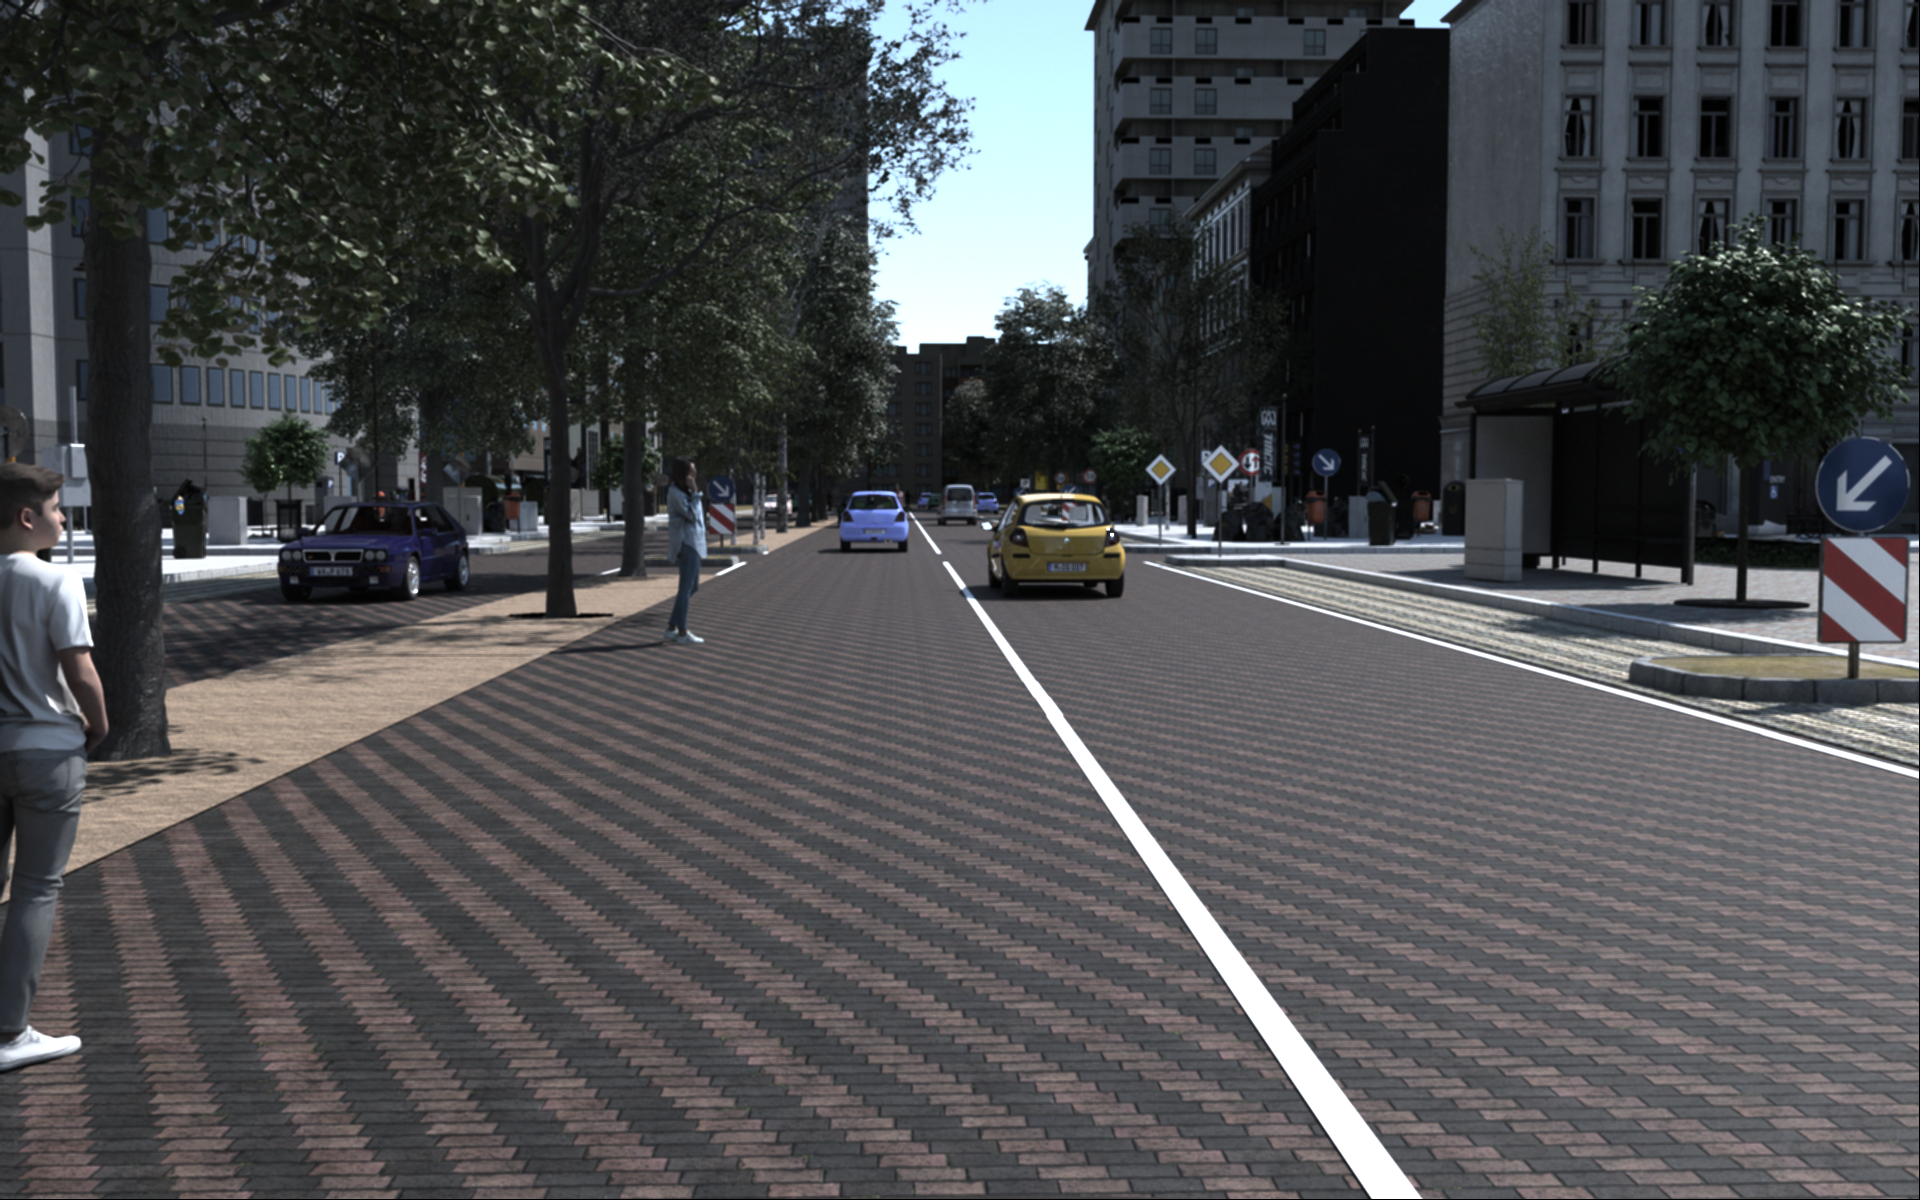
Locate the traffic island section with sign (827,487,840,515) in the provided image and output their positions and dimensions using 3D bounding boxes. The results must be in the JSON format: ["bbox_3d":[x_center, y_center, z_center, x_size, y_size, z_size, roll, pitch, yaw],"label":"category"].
[{"bbox_3d":[-8.510,-6.687,117.473,2.006,1.907,1.989,0,4,-2],"label":"traffic island section with sign"}]

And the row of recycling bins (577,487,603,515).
[{"bbox_3d":[-23.519,-6.026,105.633,3.534,1.692,1.069,0,4,-1],"label":"row of recycling bins"}]

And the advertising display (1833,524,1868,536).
[{"bbox_3d":[23.567,-2.482,45.787,0.974,1.923,0.123,0,4,1],"label":"advertising display"}]

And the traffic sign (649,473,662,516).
[{"bbox_3d":[-18.008,-6.253,102.339,0.768,2.556,0.104,0,4,3],"label":"traffic sign"}]

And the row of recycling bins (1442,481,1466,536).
[{"bbox_3d":[16.120,-2.780,52.560,1.069,1.692,3.534,-2,4,-33],"label":"row of recycling bins"}]

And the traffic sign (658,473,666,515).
[{"bbox_3d":[-18.510,-6.525,106.784,0.768,2.556,0.104,0,4,7],"label":"traffic sign"}]

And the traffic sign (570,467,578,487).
[{"bbox_3d":[-18.072,-4.904,80.285,0.768,2.556,0.104,0,4,-1],"label":"traffic sign"}]

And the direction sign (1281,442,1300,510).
[{"bbox_3d":[14.277,-5.069,74.881,0.876,3.537,0.379,-1,4,-13],"label":"direction sign"}]

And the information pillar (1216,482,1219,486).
[{"bbox_3d":[15.070,-5.951,101.791,0.304,2.012,0.304,3,5,41],"label":"information pillar"}]

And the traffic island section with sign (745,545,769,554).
[{"bbox_3d":[-5.765,-2.095,42.385,2.006,1.907,1.989,0,4,-2],"label":"traffic island section with sign"}]

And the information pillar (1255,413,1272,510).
[{"bbox_3d":[8.750,-3.588,50.012,0.504,3.616,0.183,0,4,7],"label":"information pillar"}]

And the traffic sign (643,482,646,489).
[{"bbox_3d":[-18.226,-6.138,94.225,2.265,3.308,0.079,0,4,0],"label":"traffic sign"}]

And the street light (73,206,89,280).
[{"bbox_3d":[-13.758,-3.386,28.147,0.468,5.910,1.993,0,4,-2],"label":"street light"}]

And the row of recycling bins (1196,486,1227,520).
[{"bbox_3d":[13.131,-4.923,87.602,1.069,1.692,3.534,3,4,38],"label":"row of recycling bins"}]

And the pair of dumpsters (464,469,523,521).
[{"bbox_3d":[-17.507,-3.798,64.593,1.574,2.255,4.437,0,4,-2],"label":"pair of dumpsters"}]

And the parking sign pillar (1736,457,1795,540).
[{"bbox_3d":[21.494,-3.525,46.110,1.447,3.967,1.447,-2,4,-34],"label":"parking sign pillar"}]

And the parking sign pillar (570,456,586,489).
[{"bbox_3d":[-25.805,-7.795,115.919,1.447,3.967,1.447,3,5,39],"label":"parking sign pillar"}]

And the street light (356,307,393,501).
[{"bbox_3d":[-14.344,-4.265,42.527,0.468,5.910,1.993,0,4,-2],"label":"street light"}]

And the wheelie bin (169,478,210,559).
[{"bbox_3d":[-15.341,-1.627,34.516,0.693,1.594,0.980,-1,4,-17],"label":"wheelie bin"}]

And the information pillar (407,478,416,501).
[{"bbox_3d":[-24.497,-4.457,77.364,0.304,2.012,0.304,-2,4,-25],"label":"information pillar"}]

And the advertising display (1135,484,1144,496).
[{"bbox_3d":[11.228,-6.304,108.291,0.123,1.923,0.974,3,4,38],"label":"advertising display"}]

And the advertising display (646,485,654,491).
[{"bbox_3d":[-19.688,-6.385,109.608,0.974,1.923,0.123,-2,4,-30],"label":"advertising display"}]

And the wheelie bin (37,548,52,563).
[{"bbox_3d":[-15.153,-1.239,28.173,0.693,1.594,0.980,2,4,33],"label":"wheelie bin"}]

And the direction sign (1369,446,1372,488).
[{"bbox_3d":[19.166,-5.443,80.983,0.379,3.537,0.876,2,4,25],"label":"direction sign"}]

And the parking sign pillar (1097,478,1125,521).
[{"bbox_3d":[7.317,-5.844,84.019,1.447,3.967,1.447,1,4,13],"label":"parking sign pillar"}]

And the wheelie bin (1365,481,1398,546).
[{"bbox_3d":[10.483,-2.154,43.129,0.693,1.594,0.980,2,4,26],"label":"wheelie bin"}]

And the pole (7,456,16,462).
[{"bbox_3d":[-24.831,-3.150,45.353,0.158,3.312,0.155,0,3,0],"label":"pole"}]

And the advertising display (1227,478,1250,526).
[{"bbox_3d":[11.350,-3.999,70.595,0.974,1.923,0.123,2,4,30],"label":"advertising display"}]

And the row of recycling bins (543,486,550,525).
[{"bbox_3d":[-16.836,-3.990,72.345,1.069,1.692,3.534,-1,4,-16],"label":"row of recycling bins"}]

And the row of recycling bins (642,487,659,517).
[{"bbox_3d":[-20.306,-6.477,113.015,1.069,1.692,3.534,0,4,-3],"label":"row of recycling bins"}]

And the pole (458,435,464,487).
[{"bbox_3d":[-17.278,-4.051,60.071,0.158,3.312,0.155,0,3,0],"label":"pole"}]

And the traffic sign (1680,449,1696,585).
[{"bbox_3d":[10.282,-1.480,24.303,0.768,2.556,0.104,0,4,1],"label":"traffic sign"}]

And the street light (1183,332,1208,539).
[{"bbox_3d":[6.737,-4.702,49.658,0.468,5.910,1.993,0,4,-2],"label":"street light"}]

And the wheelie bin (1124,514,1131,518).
[{"bbox_3d":[8.684,-5.149,92.095,0.693,1.594,0.980,-2,4,-32],"label":"wheelie bin"}]

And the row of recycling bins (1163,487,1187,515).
[{"bbox_3d":[13.102,-6.015,105.464,1.069,1.692,3.534,1,4,21],"label":"row of recycling bins"}]

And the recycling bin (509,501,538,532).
[{"bbox_3d":[-15.038,-2.881,59.656,0.722,1.027,0.722,-3,5,-44],"label":"recycling bin"}]

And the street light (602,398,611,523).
[{"bbox_3d":[-15.594,-6.360,76.775,0.468,5.910,1.993,0,4,-2],"label":"street light"}]

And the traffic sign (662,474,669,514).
[{"bbox_3d":[-18.733,-6.684,109.382,0.768,2.556,0.104,0,4,3],"label":"traffic sign"}]

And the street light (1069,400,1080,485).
[{"bbox_3d":[5.548,-6.786,83.740,0.468,5.910,1.993,0,4,-2],"label":"street light"}]

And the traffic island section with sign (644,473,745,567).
[{"bbox_3d":[-5.505,-1.642,34.982,2.006,1.907,1.989,0,4,-2],"label":"traffic island section with sign"}]

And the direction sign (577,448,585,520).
[{"bbox_3d":[-18.511,-5.660,84.543,0.379,3.537,0.876,-2,4,-30],"label":"direction sign"}]

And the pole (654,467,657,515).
[{"bbox_3d":[-18.595,-6.840,105.676,0.158,3.312,0.155,0,3,0],"label":"pole"}]

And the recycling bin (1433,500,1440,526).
[{"bbox_3d":[19.621,-3.515,70.022,0.722,1.027,0.722,-1,4,-16],"label":"recycling bin"}]

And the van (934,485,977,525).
[{"bbox_3d":[-0.149,-4.493,80.474,2.013,2.044,4.112,0,4,-4],"label":"van"}]

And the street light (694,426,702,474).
[{"bbox_3d":[-16.702,-8.445,110.860,0.468,5.910,1.993,0,4,-2],"label":"street light"}]
